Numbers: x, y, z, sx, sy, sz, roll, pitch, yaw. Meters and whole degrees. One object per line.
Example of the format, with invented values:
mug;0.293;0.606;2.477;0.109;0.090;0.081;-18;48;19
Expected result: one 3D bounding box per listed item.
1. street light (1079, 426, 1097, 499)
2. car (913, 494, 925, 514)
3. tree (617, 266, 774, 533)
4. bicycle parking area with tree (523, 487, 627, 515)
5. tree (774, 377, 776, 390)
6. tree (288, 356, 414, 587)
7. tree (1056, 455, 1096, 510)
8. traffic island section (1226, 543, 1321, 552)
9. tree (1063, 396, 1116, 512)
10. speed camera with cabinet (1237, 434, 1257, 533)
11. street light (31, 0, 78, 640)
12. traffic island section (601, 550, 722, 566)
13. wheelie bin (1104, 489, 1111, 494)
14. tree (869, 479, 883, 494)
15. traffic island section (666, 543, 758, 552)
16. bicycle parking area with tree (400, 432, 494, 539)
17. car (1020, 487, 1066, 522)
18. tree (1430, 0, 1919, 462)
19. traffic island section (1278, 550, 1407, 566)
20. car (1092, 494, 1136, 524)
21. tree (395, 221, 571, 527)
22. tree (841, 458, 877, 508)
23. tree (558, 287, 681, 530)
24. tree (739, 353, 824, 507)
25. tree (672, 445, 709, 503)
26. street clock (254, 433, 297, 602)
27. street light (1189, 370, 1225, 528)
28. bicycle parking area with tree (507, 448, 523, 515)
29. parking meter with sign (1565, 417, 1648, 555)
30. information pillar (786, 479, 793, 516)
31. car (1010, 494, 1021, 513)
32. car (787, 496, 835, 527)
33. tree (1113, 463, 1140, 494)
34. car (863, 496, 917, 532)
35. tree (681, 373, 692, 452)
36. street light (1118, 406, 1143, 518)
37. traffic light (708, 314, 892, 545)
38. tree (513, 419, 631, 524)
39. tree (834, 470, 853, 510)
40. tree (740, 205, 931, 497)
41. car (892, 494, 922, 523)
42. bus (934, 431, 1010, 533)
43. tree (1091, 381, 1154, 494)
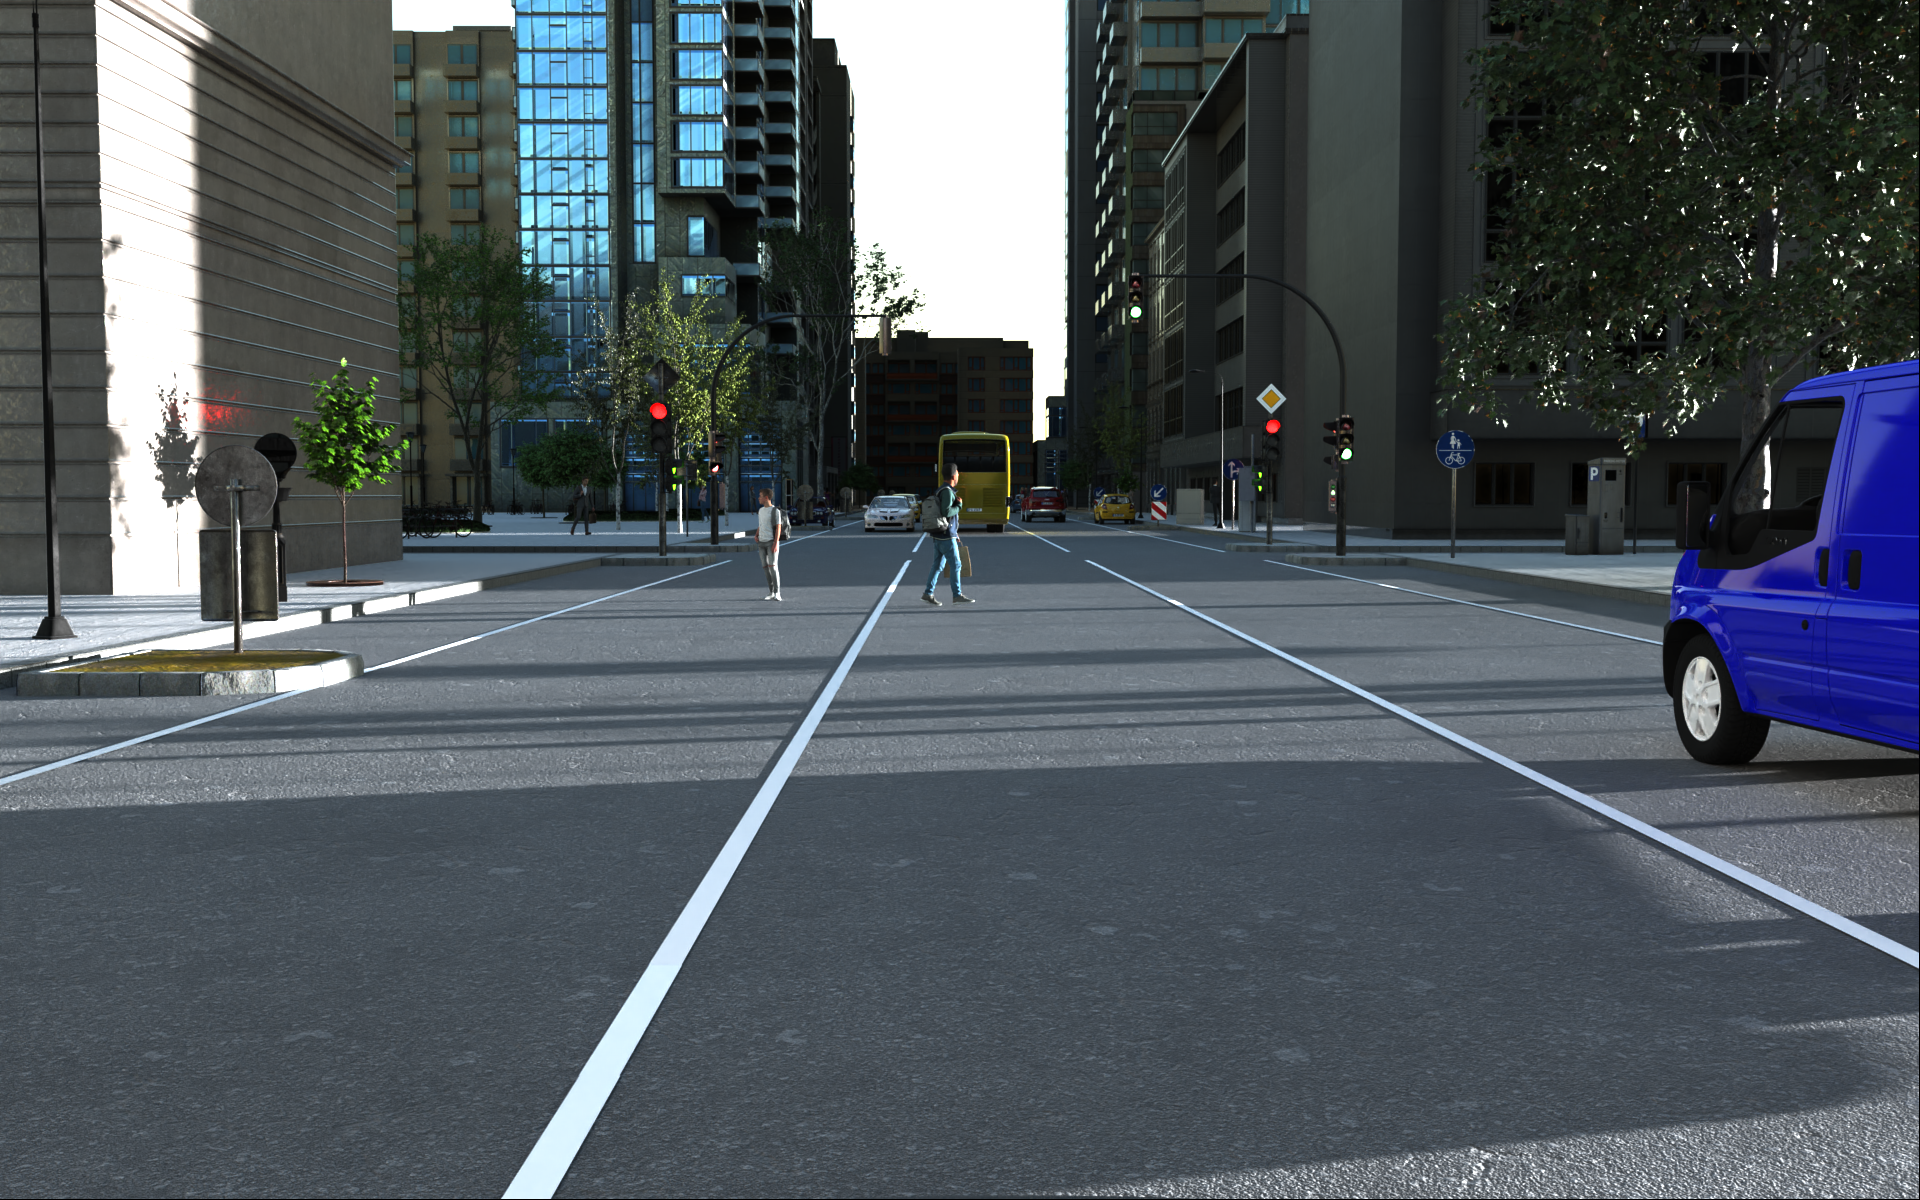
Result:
street light;8.849;-8.965;119.117;1.470;5.913;1.316;0;4;0
car;-3.557;-7.178;127.153;2.009;1.686;4.222;0;4;-1
tree;-9.020;-6.522;56.995;4.737;8.622;4.395;0;3;0
bicycle parking area with tree;-25.517;-7.473;109.177;8.231;4.147;9.016;1;4;18
tree;-9.490;-7.331;70.223;4.737;8.622;4.395;0;3;0
tree;-8.557;-1.823;24.413;1.663;3.219;1.824;0;3;0
tree;9.507;-9.675;141.901;4.285;4.588;4.351;0;3;0
traffic island section;7.894;-1.333;44.077;2.009;0.180;2.903;0;4;0
tree;9.542;-10.832;127.472;4.360;8.622;3.978;0;3;0
speed camera with cabinet;9.632;-3.899;58.083;0.660;3.252;2.038;1;4;10
street light;-7.518;-2.612;15.244;1.470;5.913;1.316;0;4;0
traffic island section;-6.197;-0.840;36.008;2.009;0.180;2.903;0;4;0
wheelie bin;9.356;-6.337;111.520;0.980;1.594;0.693;1;4;9
tree;-9.303;-12.058;191.742;1.663;3.219;1.824;0;3;0
traffic island section;-6.247;-1.328;43.993;2.009;0.180;2.903;0;4;0
bicycle parking area with tree;-19.539;-3.864;50.172;9.016;4.147;8.231;-3;5;-44
car;4.273;-4.916;89.043;2.281;1.827;5.304;0;4;-2
tree;10.984;-6.508;23.417;9.611;12.733;9.660;0;3;0
traffic island section;7.945;-0.845;36.092;2.009;0.180;2.903;0;4;0
car;7.412;-4.466;83.251;2.015;1.641;3.980;0;4;-1
tree;-18.997;-8.664;67.418;9.928;11.665;9.643;0;3;0
tree;-8.969;-10.538;156.016;4.285;4.588;4.351;0;3;0
tree;-12.315;-6.830;62.028;4.360;8.622;3.978;0;3;0
tree;-9.589;-8.597;90.920;4.360;8.622;3.978;0;3;0
tree;-18.116;-8.026;114.936;4.285;4.588;4.351;0;3;0
street clock;-8.137;-0.982;20.619;0.471;2.002;0.358;-2;4;-25
street light;9.245;-5.642;64.794;1.470;5.913;1.316;0;4;0
bicycle parking area with tree;-26.010;-5.546;77.685;9.016;4.147;8.231;2;4;23
parking meter with sign;13.660;-2.471;36.665;1.738;3.016;0.543;-1;4;-21
information pillar;-8.544;-5.037;86.854;0.304;2.012;0.304;1;4;12
car;4.775;-7.283;131.071;2.014;1.417;4.499;0;4;-2
car;-6.343;-3.754;73.955;1.945;1.354;3.894;0;4;1
tree;10.396;-6.871;106.948;1.663;3.219;1.824;0;3;0
car;-2.691;-3.333;66.852;2.083;1.381;4.827;0;4;-1
tree;-15.999;-8.756;93.525;4.360;8.622;3.978;0;3;0
street light;9.054;-7.292;91.769;1.470;5.913;1.316;0;4;0
traffic light;-4.116;-4.235;43.907;4.771;5.953;1.251;0;4;0
tree;-16.955;-5.637;75.880;4.285;4.588;4.351;0;3;0
tree;-9.010;-8.805;138.568;1.663;3.219;1.824;0;3;0
tree;-8.057;-15.636;111.536;12.611;20.169;13.585;0;3;0
car;-2.883;-4.776;88.311;2.015;1.641;3.980;0;4;-2
bus;0.431;-4.626;67.189;2.896;3.916;12.252;0;4;-1
tree;10.250;-9.810;110.756;4.737;8.622;4.395;0;3;0
